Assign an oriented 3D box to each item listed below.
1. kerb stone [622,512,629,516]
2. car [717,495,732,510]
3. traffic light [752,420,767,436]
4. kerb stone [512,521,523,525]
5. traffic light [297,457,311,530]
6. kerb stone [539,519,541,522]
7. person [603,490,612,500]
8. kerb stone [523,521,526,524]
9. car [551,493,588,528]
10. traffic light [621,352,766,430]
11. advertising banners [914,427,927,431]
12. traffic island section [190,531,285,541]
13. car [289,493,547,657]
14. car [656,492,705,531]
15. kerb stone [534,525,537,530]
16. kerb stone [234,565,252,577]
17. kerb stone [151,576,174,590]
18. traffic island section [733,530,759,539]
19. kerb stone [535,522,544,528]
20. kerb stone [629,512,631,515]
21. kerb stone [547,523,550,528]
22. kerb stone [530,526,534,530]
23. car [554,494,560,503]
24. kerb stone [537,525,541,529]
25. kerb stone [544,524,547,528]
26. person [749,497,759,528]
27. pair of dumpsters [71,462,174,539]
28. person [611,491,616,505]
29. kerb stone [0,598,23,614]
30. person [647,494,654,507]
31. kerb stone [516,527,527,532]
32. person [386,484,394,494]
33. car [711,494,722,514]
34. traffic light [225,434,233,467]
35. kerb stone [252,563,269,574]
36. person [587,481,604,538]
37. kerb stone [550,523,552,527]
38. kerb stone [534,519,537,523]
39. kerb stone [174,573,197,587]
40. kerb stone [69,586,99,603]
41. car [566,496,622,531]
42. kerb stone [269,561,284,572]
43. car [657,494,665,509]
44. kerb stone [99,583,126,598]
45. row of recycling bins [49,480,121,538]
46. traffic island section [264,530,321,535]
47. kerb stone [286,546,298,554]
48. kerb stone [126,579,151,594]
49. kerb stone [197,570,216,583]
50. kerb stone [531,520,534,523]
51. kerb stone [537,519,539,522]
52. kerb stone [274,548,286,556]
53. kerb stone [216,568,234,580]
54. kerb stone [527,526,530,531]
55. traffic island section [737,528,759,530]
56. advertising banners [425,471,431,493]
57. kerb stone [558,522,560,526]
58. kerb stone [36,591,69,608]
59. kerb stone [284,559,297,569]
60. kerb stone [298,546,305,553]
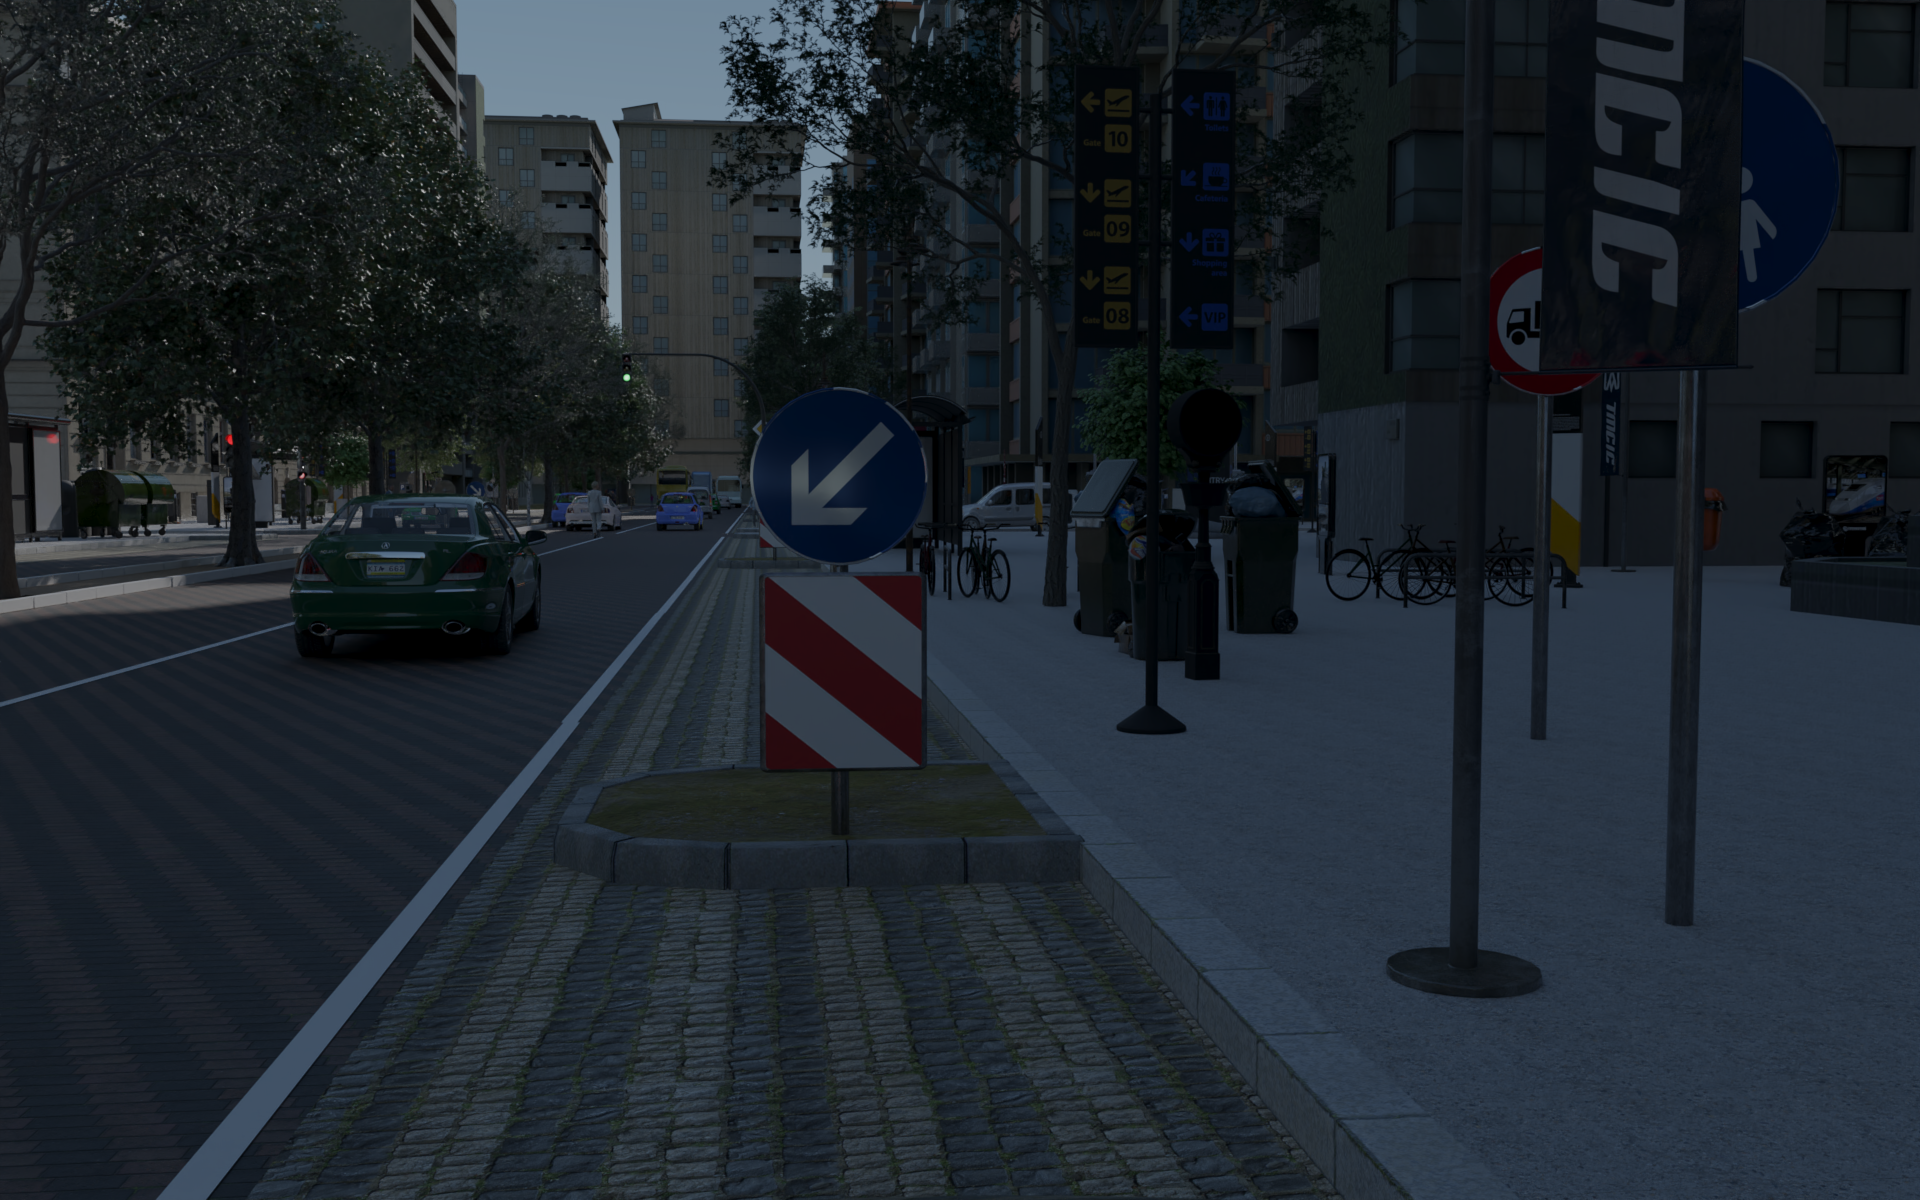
[{"bbox_3d":[-22.867,-5.883,118.383,0.120,0.150,1.000,0,4,-7],"label":"kerb stone"},{"bbox_3d":[-22.347,-9.138,161.776,2.083,1.381,4.827,0,4,-6],"label":"car"},{"bbox_3d":[-7.325,-4.610,64.299,0.839,4.253,0.868,0,4,-7],"label":"traffic light"},{"bbox_3d":[-20.570,-3.562,80.472,0.120,0.150,1.000,0,4,-7],"label":"kerb stone"},{"bbox_3d":[-21.607,-5.382,62.666,4.771,5.953,1.251,0,4,-7],"label":"traffic light"},{"bbox_3d":[-21.399,-3.998,87.584,0.120,0.150,1.000,0,4,-7],"label":"kerb stone"},{"bbox_3d":[-30.191,-8.513,147.817,0.705,1.807,1.348,3,5,40],"label":"person"},{"bbox_3d":[-20.687,-3.627,81.492,0.120,0.150,1.000,0,4,-7],"label":"kerb stone"},{"bbox_3d":[-16.754,-4.033,75.532,1.945,1.707,3.694,0,4,-5],"label":"car"},{"bbox_3d":[-8.472,-4.974,55.986,4.771,5.953,1.251,0,4,-7],"label":"traffic light"},{"bbox_3d":[-1.820,-2.873,43.153,2.074,3.025,0.090,-1,4,-14],"label":"advertising banners"},{"bbox_3d":[-22.795,-1.976,54.589,2.009,0.180,2.903,0,4,-7],"label":"traffic island section"},{"bbox_3d":[-5.138,-0.304,16.766,2.131,1.459,4.920,-1,4,-8],"label":"car"},{"bbox_3d":[-11.122,-3.624,68.842,1.945,1.707,3.694,0,4,-6],"label":"car"},{"bbox_3d":[-17.188,-2.892,69.483,0.120,0.150,1.000,0,4,-7],"label":"kerb stone"},{"bbox_3d":[-12.631,-0.495,30.286,0.120,0.150,1.000,0,4,-7],"label":"kerb stone"},{"bbox_3d":[-12.163,-0.244,26.210,0.120,0.150,1.000,0,4,-7],"label":"kerb stone"},{"bbox_3d":[-6.363,-2.092,56.486,2.009,0.180,2.903,0,4,-7],"label":"traffic island section"},{"bbox_3d":[-17.423,-3.015,71.521,0.120,0.150,1.000,0,4,-7],"label":"kerb stone"},{"bbox_3d":[-22.983,-5.945,119.409,0.120,0.150,1.000,0,4,-7],"label":"kerb stone"},{"bbox_3d":[-17.663,-3.142,73.562,0.120,0.150,1.000,0,4,-7],"label":"kerb stone"},{"bbox_3d":[-17.068,-2.830,68.465,0.120,0.150,1.000,0,4,-7],"label":"kerb stone"},{"bbox_3d":[-28.094,-6.990,123.089,1.959,1.807,4.718,0,4,-5],"label":"car"},{"bbox_3d":[-17.296,-2.950,70.500,0.120,0.150,1.000,0,4,-7],"label":"kerb stone"},{"bbox_3d":[-17.532,-3.079,72.542,0.120,0.150,1.000,0,4,-7],"label":"kerb stone"},{"bbox_3d":[-8.371,-3.711,70.993,0.589,1.601,0.330,0,4,8],"label":"person"},{"bbox_3d":[-24.839,-2.993,51.431,1.574,2.255,4.437,0,4,-7],"label":"pair of dumpsters"},{"bbox_3d":[-33.613,-9.674,167.207,0.750,1.759,0.617,-2,4,-31],"label":"person"},{"bbox_3d":[-11.567,0.072,21.110,0.120,0.150,1.000,0,4,-7],"label":"kerb stone"},{"bbox_3d":[-31.427,-10.082,176.558,0.991,1.433,0.599,-2,4,-28],"label":"person"},{"bbox_3d":[-16.828,-2.705,66.430,0.120,0.150,1.000,0,4,-7],"label":"kerb stone"},{"bbox_3d":[-21.856,-3.536,66.502,0.419,1.800,0.721,0,4,1],"label":"person"},{"bbox_3d":[-18.023,-7.035,123.819,1.959,1.807,4.718,0,4,-6],"label":"car"},{"bbox_3d":[-22.754,-4.008,54.459,0.839,4.253,0.868,0,4,-7],"label":"traffic light"},{"bbox_3d":[-12.744,-0.557,31.310,0.120,0.150,1.000,0,4,-7],"label":"kerb stone"},{"bbox_3d":[-11.795,-2.915,56.045,0.514,1.842,0.818,-1,4,-10],"label":"person"},{"bbox_3d":[-17.769,-3.204,74.579,0.120,0.150,1.000,0,4,-7],"label":"kerb stone"},{"bbox_3d":[-21.164,-3.870,85.554,0.120,0.150,1.000,0,4,-7],"label":"kerb stone"},{"bbox_3d":[-12.268,-0.308,27.226,0.120,0.150,1.000,0,4,-7],"label":"kerb stone"},{"bbox_3d":[-11.798,-0.058,23.148,0.120,0.150,1.000,0,4,-7],"label":"kerb stone"},{"bbox_3d":[-14.413,-3.417,68.229,2.083,1.381,4.827,0,4,-6],"label":"car"},{"bbox_3d":[-12.867,-0.620,32.324,0.120,0.150,1.000,0,4,-7],"label":"kerb stone"},{"bbox_3d":[-21.423,-7.135,128.447,2.131,1.459,4.920,0,4,-5],"label":"car"},{"bbox_3d":[-11.918,-0.120,24.163,0.120,0.150,1.000,0,4,-7],"label":"kerb stone"},{"bbox_3d":[-26.561,-2.775,52.482,1.069,1.692,3.534,0,4,-2],"label":"row of recycling bins"},{"bbox_3d":[-23.716,-2.461,62.521,2.009,0.180,2.903,0,4,-7],"label":"traffic island section"},{"bbox_3d":[-16.005,-1.161,41.172,0.120,0.150,1.000,0,4,-7],"label":"kerb stone"},{"bbox_3d":[-12.036,-0.183,25.187,0.120,0.150,1.000,0,4,-7],"label":"kerb stone"},{"bbox_3d":[-12.393,-0.370,28.246,0.120,0.150,1.000,0,4,-7],"label":"kerb stone"},{"bbox_3d":[-21.056,-3.813,84.537,0.120,0.150,1.000,0,4,-7],"label":"kerb stone"},{"bbox_3d":[-21.281,-3.934,86.569,0.120,0.150,1.000,0,4,-7],"label":"kerb stone"},{"bbox_3d":[-15.890,-1.095,40.149,0.120,0.150,1.000,0,4,-7],"label":"kerb stone"},{"bbox_3d":[-12.516,-0.432,29.262,0.120,0.150,1.000,0,4,-7],"label":"kerb stone"},{"bbox_3d":[-16.953,-2.768,67.445,0.120,0.150,1.000,0,4,-7],"label":"kerb stone"},{"bbox_3d":[-7.284,-2.577,64.418,2.009,0.180,2.903,0,4,-7],"label":"traffic island section"},{"bbox_3d":[-33.755,-6.955,109.898,0.090,3.025,2.074,-2,4,-26],"label":"advertising banners"},{"bbox_3d":[-18.124,-3.390,77.629,0.120,0.150,1.000,0,4,-7],"label":"kerb stone"},{"bbox_3d":[-11.681,0.009,22.133,0.120,0.150,1.000,0,4,-7],"label":"kerb stone"},{"bbox_3d":[-12.985,-0.682,33.340,0.120,0.150,1.000,0,4,-7],"label":"kerb stone"},{"bbox_3d":[-16.132,-1.223,42.196,0.120,0.150,1.000,0,4,-7],"label":"kerb stone"}]
